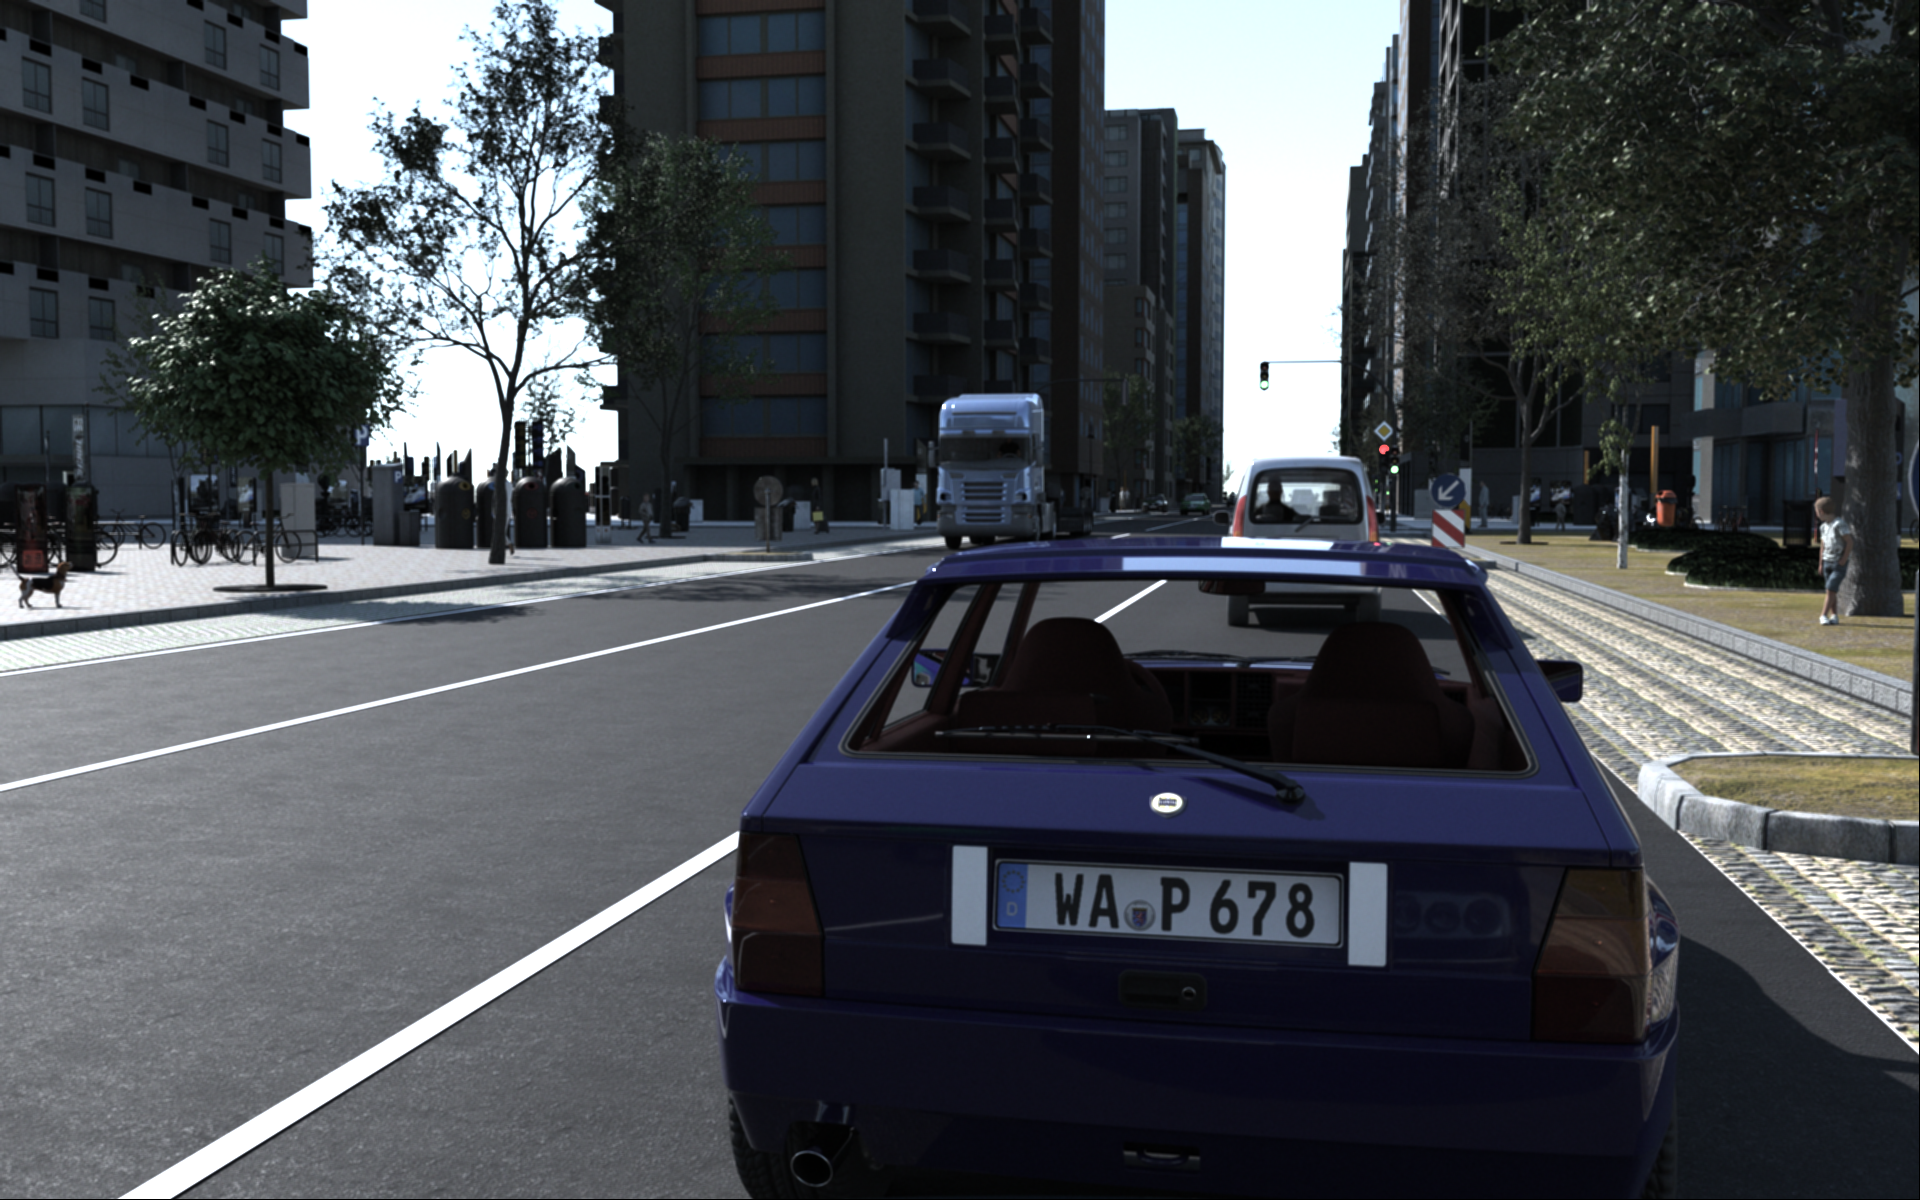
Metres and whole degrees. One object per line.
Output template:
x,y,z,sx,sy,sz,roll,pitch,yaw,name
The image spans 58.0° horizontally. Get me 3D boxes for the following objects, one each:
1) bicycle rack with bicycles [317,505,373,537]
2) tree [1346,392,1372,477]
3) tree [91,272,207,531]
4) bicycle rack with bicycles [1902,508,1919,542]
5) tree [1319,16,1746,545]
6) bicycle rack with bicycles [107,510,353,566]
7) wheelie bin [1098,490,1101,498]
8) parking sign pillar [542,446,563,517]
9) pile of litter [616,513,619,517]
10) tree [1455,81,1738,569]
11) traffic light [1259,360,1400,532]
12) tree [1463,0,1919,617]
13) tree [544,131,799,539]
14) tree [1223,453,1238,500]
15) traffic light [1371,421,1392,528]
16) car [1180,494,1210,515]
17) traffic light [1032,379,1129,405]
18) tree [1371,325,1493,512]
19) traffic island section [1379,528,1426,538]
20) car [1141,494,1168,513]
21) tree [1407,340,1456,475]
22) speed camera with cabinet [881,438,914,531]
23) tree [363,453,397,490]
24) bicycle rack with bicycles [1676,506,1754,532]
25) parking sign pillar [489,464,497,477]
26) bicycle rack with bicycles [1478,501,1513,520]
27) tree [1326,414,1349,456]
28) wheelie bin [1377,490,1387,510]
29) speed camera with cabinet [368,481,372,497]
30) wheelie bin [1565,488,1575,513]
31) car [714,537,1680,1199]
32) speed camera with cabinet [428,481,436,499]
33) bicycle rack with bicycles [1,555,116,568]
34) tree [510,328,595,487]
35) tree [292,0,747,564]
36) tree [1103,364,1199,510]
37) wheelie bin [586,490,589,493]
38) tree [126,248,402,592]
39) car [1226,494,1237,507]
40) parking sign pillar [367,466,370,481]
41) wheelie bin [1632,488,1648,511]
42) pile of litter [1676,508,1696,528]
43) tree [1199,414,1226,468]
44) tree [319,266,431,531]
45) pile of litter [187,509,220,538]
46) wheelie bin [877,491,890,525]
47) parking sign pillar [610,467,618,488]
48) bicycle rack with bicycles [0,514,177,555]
-18.466,-2.410,52.782,2.925,0.926,2.852,-2,4,-31,bicycle rack with bicycles
29.037,-10.281,118.461,4.360,8.622,3.978,0,3,0,tree
-26.035,-6.528,57.090,4.737,8.622,4.395,0,3,0,tree
24.941,-1.941,45.125,2.852,0.926,2.925,1,4,21,bicycle rack with bicycles
14.584,-8.177,44.065,12.009,13.543,11.850,0,3,0,tree
-13.399,-1.135,31.945,2.852,0.926,2.925,1,4,17,bicycle rack with bicycles
11.100,-8.158,141.286,0.980,1.594,0.693,-3,5,-42,wheelie bin
-23.186,-6.714,98.244,1.447,3.967,1.447,0,4,5,parking sign pillar
-18.705,-5.064,96.769,1.176,0.858,1.719,1,4,19,pile of litter
11.184,-4.849,29.642,4.737,8.622,4.395,0,3,0,tree
12.567,-5.145,58.793,4.771,5.953,1.251,1,4,11,traffic light
9.698,-6.805,17.919,9.857,13.997,8.962,0,3,0,tree
-8.454,-7.595,49.929,9.928,11.665,9.643,0,3,0,tree
46.016,-21.355,299.523,4.360,8.622,3.978,0,3,0,tree
16.206,-4.736,66.352,0.839,4.253,0.868,1,4,11,traffic light
16.261,-6.785,119.726,1.959,1.807,4.718,1,4,13,car
4.288,-5.755,68.755,4.771,5.953,1.251,1,4,11,traffic light
20.071,-7.492,72.851,4.360,8.622,3.978,0,3,0,tree
14.672,-2.223,58.628,2.009,0.180,2.903,1,4,11,traffic island section
14.622,-7.352,129.986,2.009,1.686,4.222,1,4,10,car
22.417,-7.924,79.913,4.737,8.622,4.395,0,3,0,tree
-2.213,-4.084,61.109,0.660,3.252,2.038,-1,4,-21,speed camera with cabinet
-25.486,-5.061,77.349,1.663,3.219,1.824,0,3,0,tree
21.645,-2.229,49.830,2.925,0.926,2.852,-3,5,-43,bicycle rack with bicycles
-34.179,-8.514,127.675,1.447,3.967,1.447,2,4,27,parking sign pillar
27.214,-4.430,85.815,2.925,0.926,2.852,-2,4,-33,bicycle rack with bicycles
51.495,-18.319,225.274,9.928,11.665,9.643,0,3,0,tree
33.376,-7.874,136.647,0.980,1.594,0.693,1,4,18,wheelie bin
-40.655,-7.705,120.313,2.038,3.252,0.660,2,4,23,speed camera with cabinet
30.381,-4.770,85.895,0.693,1.594,0.980,0,4,-3,wheelie bin
0.706,0.487,4.621,1.945,1.354,3.894,1,4,12,car
-41.133,-8.534,133.873,0.660,3.252,2.038,3,4,39,speed camera with cabinet
-16.644,-1.083,31.088,2.925,0.926,2.852,0,4,-7,bicycle rack with bicycles
-18.591,-7.786,77.665,4.360,8.622,3.978,0,3,0,tree
-8.207,-5.926,31.307,7.601,10.594,8.767,2,4,27,tree
12.599,-12.995,138.223,9.928,11.665,9.643,0,3,0,tree
-32.067,-8.547,147.646,0.693,1.594,0.980,-1,4,-20,wheelie bin
-9.219,-2.412,23.152,4.285,4.588,4.351,0,3,0,tree
30.962,-11.332,195.061,2.009,1.686,4.222,1,4,10,car
-52.781,-10.109,153.752,1.447,3.967,1.447,-1,4,-14,parking sign pillar
33.981,-4.828,86.853,0.980,1.594,0.693,-1,4,-22,wheelie bin
22.628,-2.504,54.898,1.719,0.858,1.176,-1,4,-9,pile of litter
29.195,-17.881,218.103,9.928,11.665,9.643,0,3,0,tree
-19.532,-6.495,56.561,4.737,8.622,4.395,0,3,0,tree
-22.259,-2.264,50.987,1.176,0.858,1.719,-1,4,-18,pile of litter
-3.036,-3.950,72.487,0.693,1.594,0.980,-3,5,-45,wheelie bin
-26.999,-8.997,135.573,1.447,3.967,1.447,-3,4,-39,parking sign pillar
-20.249,-1.614,39.776,2.925,0.926,2.852,1,4,10,bicycle rack with bicycles
